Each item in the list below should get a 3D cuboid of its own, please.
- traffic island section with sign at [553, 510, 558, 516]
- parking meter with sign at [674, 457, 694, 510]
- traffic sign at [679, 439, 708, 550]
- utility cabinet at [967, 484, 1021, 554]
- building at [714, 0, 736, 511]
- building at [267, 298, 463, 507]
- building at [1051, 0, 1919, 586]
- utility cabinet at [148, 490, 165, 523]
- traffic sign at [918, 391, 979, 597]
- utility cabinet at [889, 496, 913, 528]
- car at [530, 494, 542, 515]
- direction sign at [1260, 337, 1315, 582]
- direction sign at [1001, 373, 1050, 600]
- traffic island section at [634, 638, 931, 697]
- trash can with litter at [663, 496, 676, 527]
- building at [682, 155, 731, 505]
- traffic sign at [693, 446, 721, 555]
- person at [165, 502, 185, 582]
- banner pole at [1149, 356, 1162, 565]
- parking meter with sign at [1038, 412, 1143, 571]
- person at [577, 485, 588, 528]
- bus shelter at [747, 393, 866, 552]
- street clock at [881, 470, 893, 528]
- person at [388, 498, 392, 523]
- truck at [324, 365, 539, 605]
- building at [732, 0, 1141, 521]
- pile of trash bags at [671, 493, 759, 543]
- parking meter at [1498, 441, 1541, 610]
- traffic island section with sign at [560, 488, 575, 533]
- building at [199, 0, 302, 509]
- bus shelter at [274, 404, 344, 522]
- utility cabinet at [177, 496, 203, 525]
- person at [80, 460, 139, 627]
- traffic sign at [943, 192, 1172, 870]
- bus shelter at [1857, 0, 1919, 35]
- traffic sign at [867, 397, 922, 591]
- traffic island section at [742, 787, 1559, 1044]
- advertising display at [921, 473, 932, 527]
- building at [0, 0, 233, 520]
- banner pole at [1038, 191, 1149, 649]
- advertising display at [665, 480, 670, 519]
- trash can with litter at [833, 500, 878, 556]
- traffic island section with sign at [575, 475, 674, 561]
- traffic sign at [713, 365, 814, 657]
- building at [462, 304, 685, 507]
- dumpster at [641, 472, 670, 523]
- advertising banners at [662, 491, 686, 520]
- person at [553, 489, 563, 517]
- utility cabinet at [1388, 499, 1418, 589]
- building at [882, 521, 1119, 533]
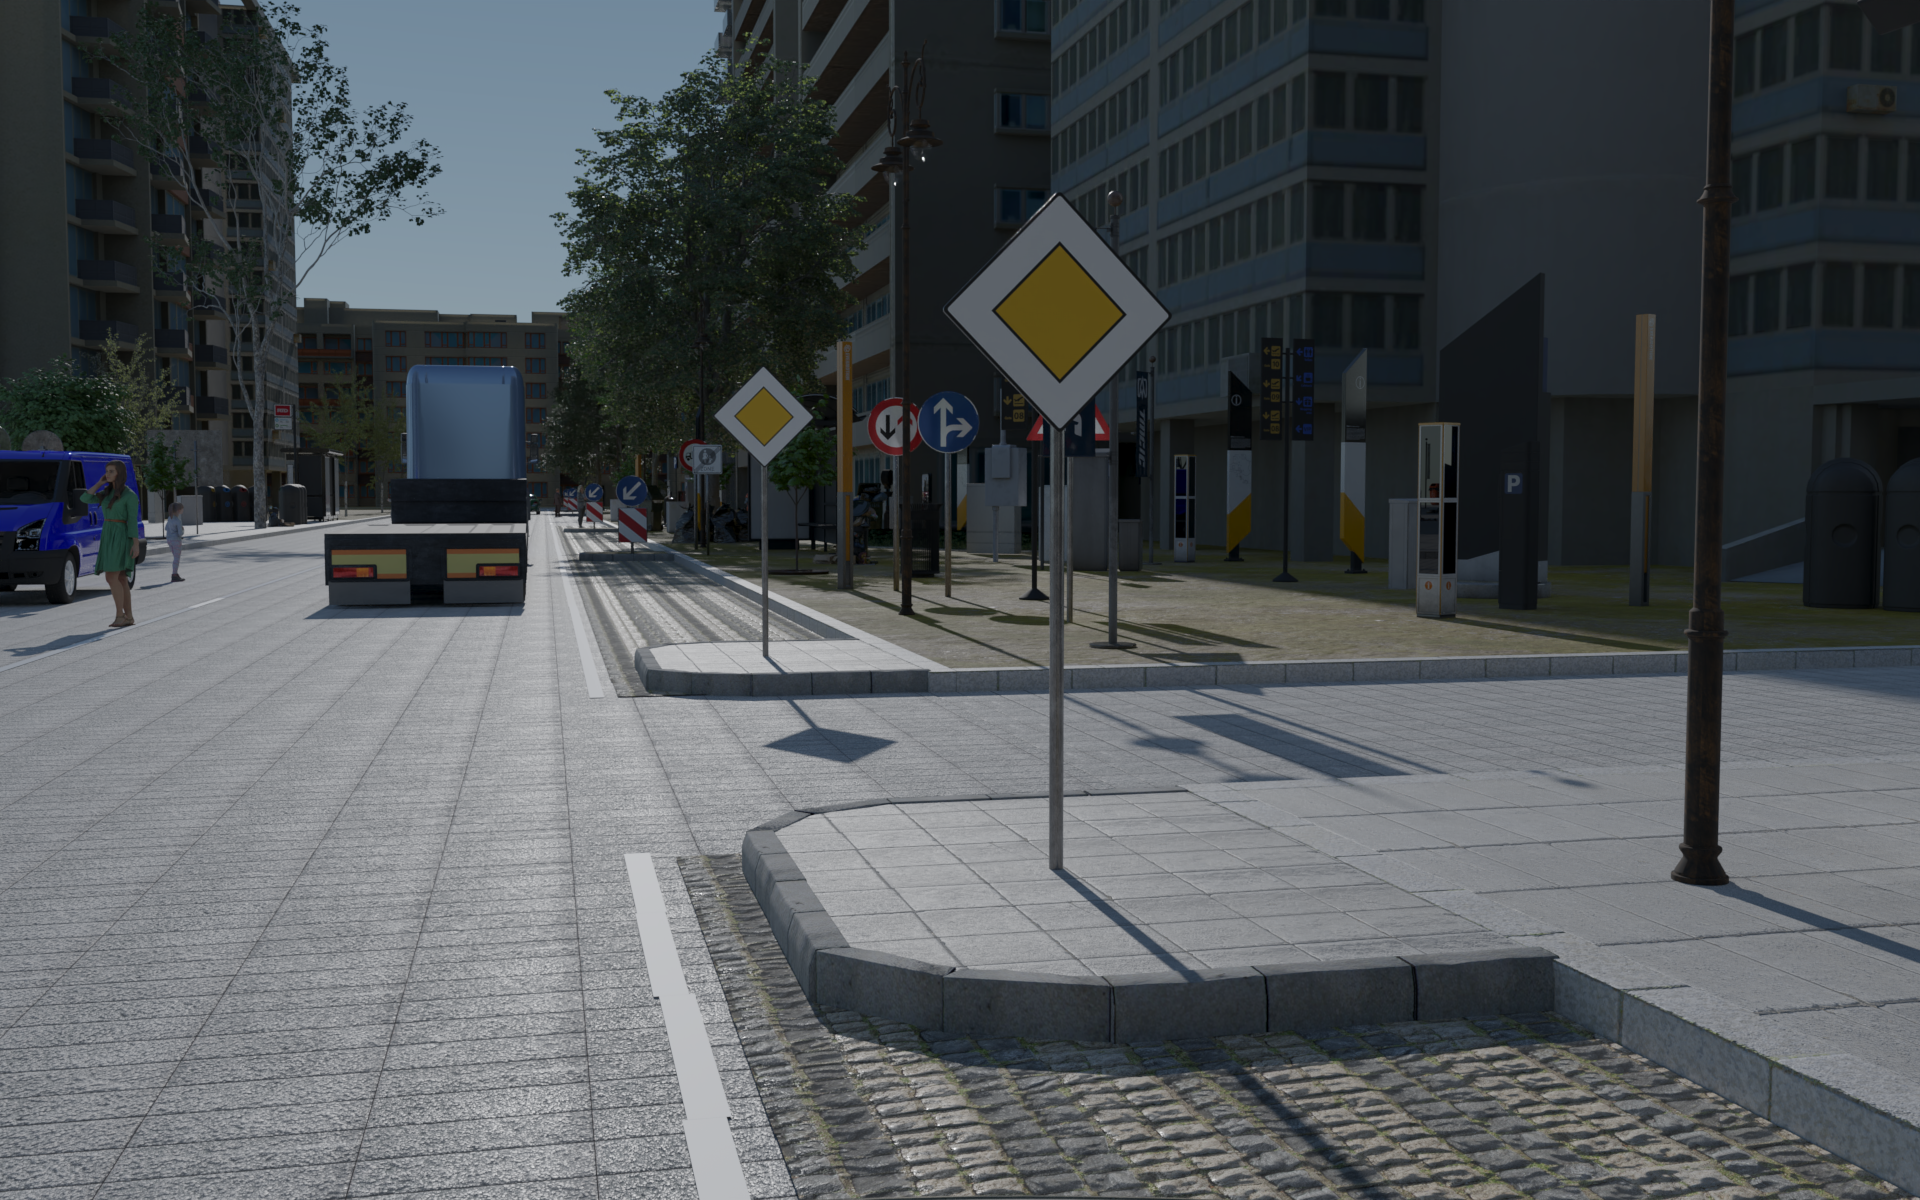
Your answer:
[{"bbox_3d":[-25.321,-6.363,112.659,1.989,1.847,2.006,-1,4,-13],"label":"traffic island section with sign"},{"bbox_3d":[-12.560,-5.223,81.660,1.738,3.016,0.543,-1,4,-22],"label":"parking meter with sign"},{"bbox_3d":[-6.100,-2.439,39.990,0.768,2.556,0.104,0,4,-8],"label":"traffic sign"},{"bbox_3d":[0.723,-1.715,36.720,1.173,1.500,0.318,2,4,31],"label":"utility cabinet"},{"bbox_3d":[-6.299,-31.160,129.080,23.786,49.044,30.456,-1,4,-13],"label":"building"},{"bbox_3d":[-66.836,-20.742,184.177,28.899,21.520,27.650,-1,4,-13],"label":"building"},{"bbox_3d":[16.048,-21.276,39.742,23.993,40.220,32.217,-1,4,-13],"label":"building"},{"bbox_3d":[-35.112,-4.094,75.616,0.318,1.500,1.173,0,4,-6],"label":"utility cabinet"},{"bbox_3d":[-0.148,-1.311,21.544,0.768,2.556,0.104,0,4,-6],"label":"traffic sign"},{"bbox_3d":[-1.696,-2.369,49.889,0.306,1.237,1.020,2,4,23],"label":"utility cabinet"},{"bbox_3d":[-30.420,-6.716,121.599,2.131,1.459,4.920,-1,4,-12],"label":"car"},{"bbox_3d":[4.761,-2.034,25.250,0.876,3.537,0.379,-1,4,-20],"label":"direction sign"},{"bbox_3d":[0.905,-1.771,20.957,0.876,3.537,0.379,2,4,25],"label":"direction sign"},{"bbox_3d":[-1.520,0.524,13.715,2.009,0.180,2.903,-1,4,-13],"label":"traffic island section"},{"bbox_3d":[-11.688,-3.459,67.616,1.678,1.210,2.233,3,5,45],"label":"trash can with litter"},{"bbox_3d":[-17.046,-23.134,149.944,14.160,30.474,14.107,-1,4,-13],"label":"building"},{"bbox_3d":[-5.256,-2.076,36.080,0.606,2.300,0.079,-1,4,-9],"label":"traffic sign"},{"bbox_3d":[-12.816,-0.951,28.329,0.425,1.301,0.394,1,4,19],"label":"person"},{"bbox_3d":[3.357,-2.523,31.261,0.401,3.779,0.863,2,4,33],"label":"banner pole"},{"bbox_3d":[2.185,-2.001,28.978,1.738,3.016,0.543,1,4,15],"label":"parking meter with sign"},{"bbox_3d":[-15.497,-3.825,71.229,0.526,1.800,0.537,3,5,45],"label":"person"},{"bbox_3d":[-3.515,-2.663,37.469,2.014,3.302,5.546,-1,4,-14],"label":"bus shelter"},{"bbox_3d":[-2.146,-2.858,51.294,0.358,2.002,0.471,2,4,23],"label":"street clock"},{"bbox_3d":[-25.190,-4.185,77.119,0.583,1.804,0.606,1,4,14],"label":"person"},{"bbox_3d":[-8.949,-2.505,30.708,2.967,4.110,18.799,-1,4,-14],"label":"truck"},{"bbox_3d":[-1.761,-29.343,103.466,21.300,48.544,21.600,-1,4,-13],"label":"building"},{"bbox_3d":[-6.228,-2.259,46.681,1.912,1.369,3.447,1,4,22],"label":"pile of trash bags"},{"bbox_3d":[6.217,-0.830,19.287,0.255,1.863,0.399,-3,4,-38],"label":"parking meter"},{"bbox_3d":[-13.773,-3.423,64.599,1.989,1.847,2.006,-1,4,-13],"label":"traffic island section with sign"},{"bbox_3d":[-62.608,-26.728,128.885,23.993,40.220,32.217,-1,4,-13],"label":"building"},{"bbox_3d":[-30.134,-6.269,80.125,2.179,5.291,8.768,-1,4,-14],"label":"bus shelter"},{"bbox_3d":[-31.782,-3.689,71.473,0.306,1.237,1.020,2,4,28],"label":"utility cabinet"},{"bbox_3d":[-9.014,-0.601,18.572,0.600,1.795,0.529,1,4,10],"label":"person"},{"bbox_3d":[0.326,-0.136,5.868,0.795,2.450,0.064,-1,4,-13],"label":"traffic sign"},{"bbox_3d":[4.489,-0.564,3.153,2.014,3.302,5.546,-1,4,-13],"label":"bus shelter"},{"bbox_3d":[-0.844,-1.394,22.896,0.768,2.556,0.104,0,4,-8],"label":"traffic sign"},{"bbox_3d":[0.347,0.999,5.951,2.009,0.180,2.903,-1,4,-13],"label":"traffic island section"},{"bbox_3d":[-1.018,-2.925,53.044,0.123,1.923,0.974,-1,4,-14],"label":"advertising display"},{"bbox_3d":[-52.969,-26.858,93.759,22.147,44.769,28.867,-1,4,-13],"label":"building"},{"bbox_3d":[1.059,-1.488,14.351,0.863,3.779,0.401,-1,4,-16],"label":"banner pole"},{"bbox_3d":[-13.399,-4.536,79.381,0.123,1.923,0.974,0,4,-1],"label":"advertising display"},{"bbox_3d":[-2.077,-1.376,33.887,0.624,1.170,1.055,1,4,20],"label":"trash can with litter"},{"bbox_3d":[-7.269,-1.774,37.637,1.989,1.847,2.006,-1,4,-13],"label":"traffic island section with sign"},{"bbox_3d":[-1.541,-0.611,13.633,0.795,2.450,0.064,-1,4,-13],"label":"traffic sign"},{"bbox_3d":[-38.528,-21.101,190.044,28.899,21.520,27.650,-1,4,-13],"label":"building"},{"bbox_3d":[-13.567,-4.509,76.210,1.502,2.255,1.985,-1,4,-14],"label":"dumpster"},{"bbox_3d":[-13.659,-5.440,85.137,2.074,3.025,0.090,-1,4,-10],"label":"advertising banners"},{"bbox_3d":[-25.100,-6.066,108.237,0.434,1.755,0.990,-3,5,-41],"label":"person"},{"bbox_3d":[6.218,-0.772,23.782,0.306,1.237,1.020,3,4,36],"label":"utility cabinet"},{"bbox_3d":[5.841,-27.096,66.721,21.300,48.544,21.600,-1,4,-13],"label":"building"}]
